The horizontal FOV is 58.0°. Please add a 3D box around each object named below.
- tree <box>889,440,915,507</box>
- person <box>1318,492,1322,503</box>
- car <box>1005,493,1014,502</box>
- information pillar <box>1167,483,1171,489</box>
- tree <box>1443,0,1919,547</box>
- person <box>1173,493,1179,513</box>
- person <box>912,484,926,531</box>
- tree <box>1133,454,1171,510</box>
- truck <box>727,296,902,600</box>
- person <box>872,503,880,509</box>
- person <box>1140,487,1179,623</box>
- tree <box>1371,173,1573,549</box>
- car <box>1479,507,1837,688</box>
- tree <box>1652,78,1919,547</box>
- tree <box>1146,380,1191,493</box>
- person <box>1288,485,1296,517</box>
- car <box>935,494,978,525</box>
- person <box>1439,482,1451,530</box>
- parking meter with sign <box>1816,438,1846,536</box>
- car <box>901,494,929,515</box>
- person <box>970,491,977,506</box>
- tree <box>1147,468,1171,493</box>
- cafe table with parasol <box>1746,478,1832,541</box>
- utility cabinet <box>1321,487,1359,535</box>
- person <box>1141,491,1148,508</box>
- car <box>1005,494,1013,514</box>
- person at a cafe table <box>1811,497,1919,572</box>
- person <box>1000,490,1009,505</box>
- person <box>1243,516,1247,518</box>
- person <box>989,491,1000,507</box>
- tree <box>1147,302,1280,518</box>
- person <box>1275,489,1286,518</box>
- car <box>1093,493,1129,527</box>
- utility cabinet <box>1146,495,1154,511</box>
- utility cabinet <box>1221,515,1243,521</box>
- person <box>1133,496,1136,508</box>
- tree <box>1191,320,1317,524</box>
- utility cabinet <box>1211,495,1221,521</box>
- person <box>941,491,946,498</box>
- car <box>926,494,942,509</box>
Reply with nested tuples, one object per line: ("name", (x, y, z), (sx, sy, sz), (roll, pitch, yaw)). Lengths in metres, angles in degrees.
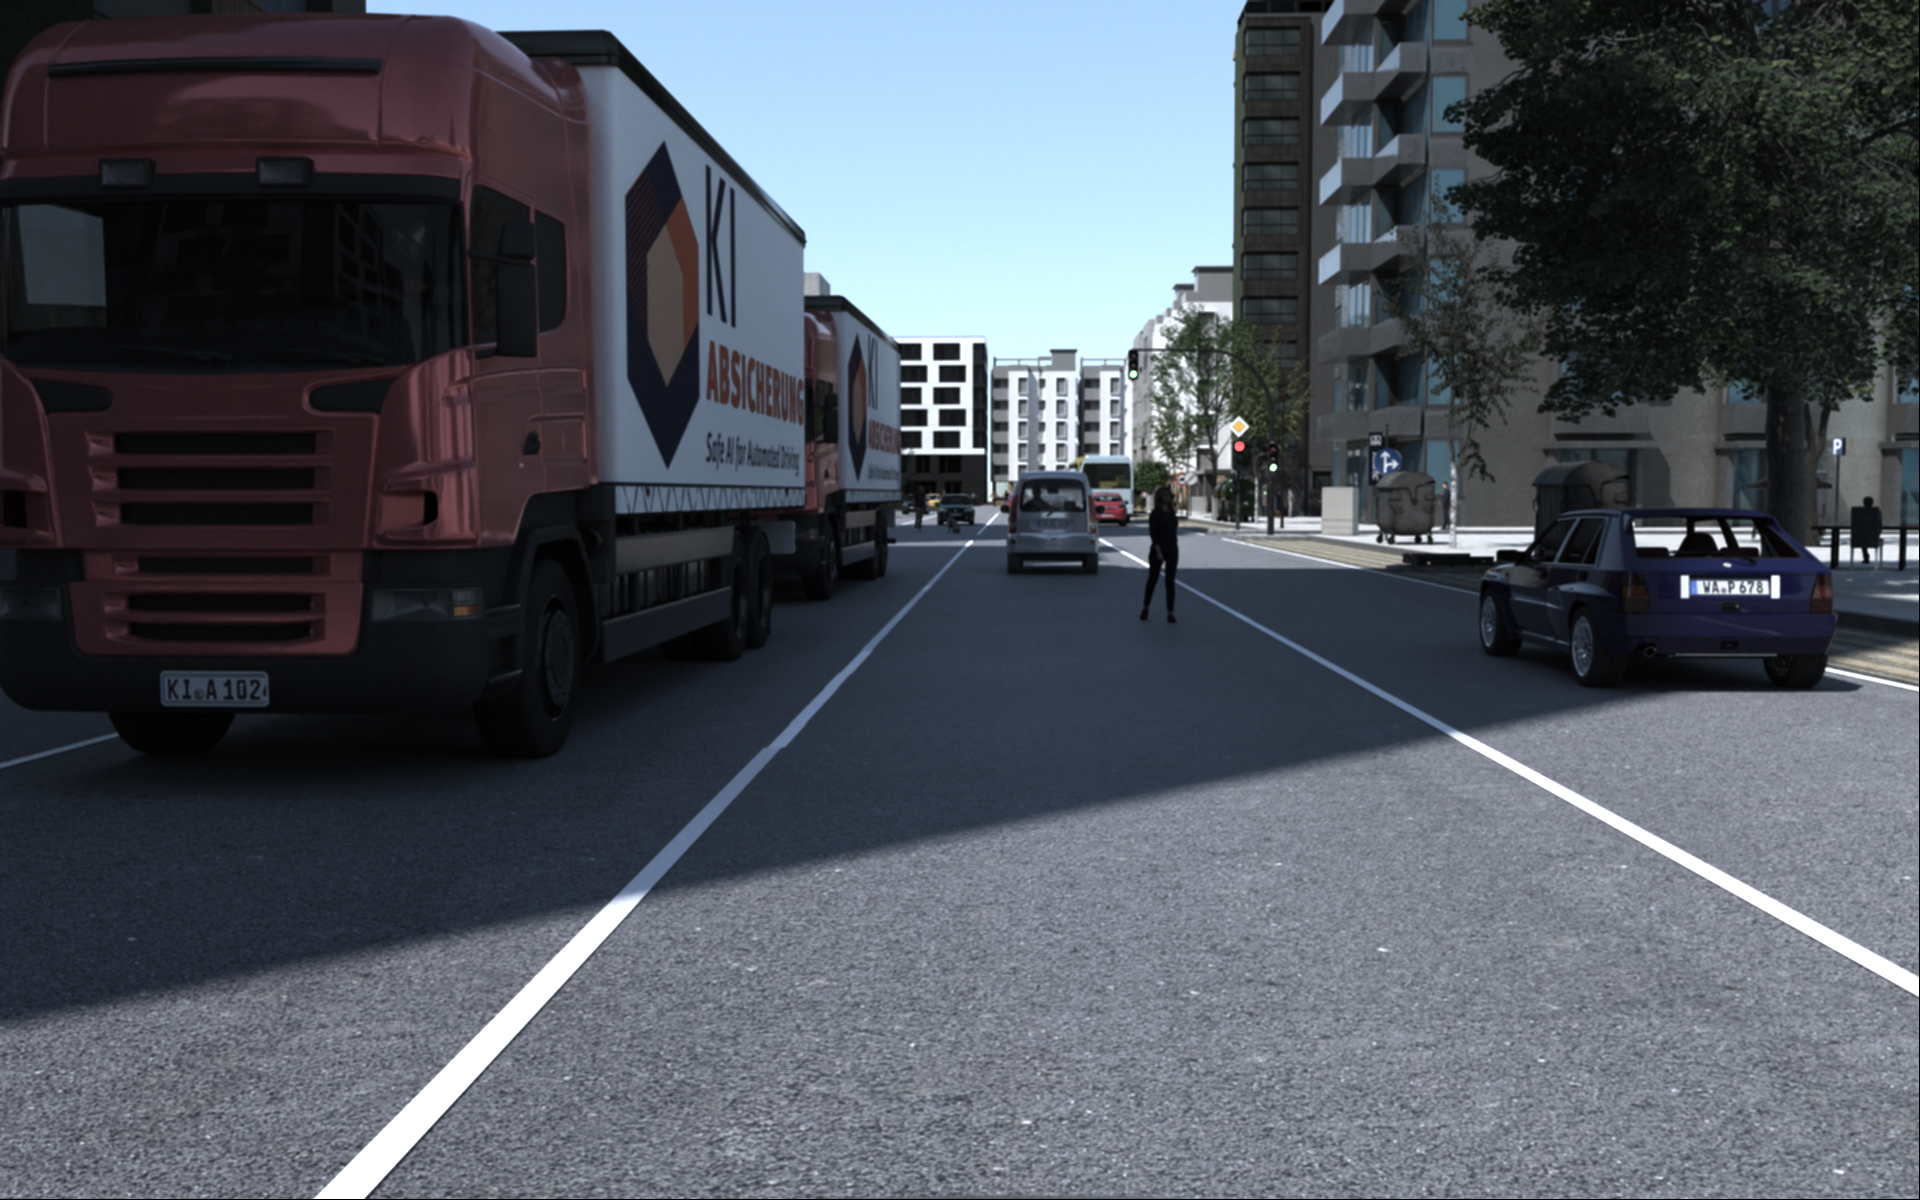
("tree", (-6.907, -13.706, 174.458), (4.737, 8.622, 4.395), (0, 3, 0))
("person", (13.699, -3.350, 63.997), (0.799, 1.438, 0.628), (-2, 4, -26))
("car", (5.423, -9.804, 169.880), (1.945, 1.707, 3.694), (0, 4, 0))
("information pillar", (13.792, -6.677, 113.657), (0.304, 2.012, 0.304), (1, 4, 23))
("tree", (10.810, -7.083, 22.465), (9.857, 13.997, 8.962), (0, 3, 0))
("person", (14.781, -6.662, 118.878), (0.340, 1.345, 0.435), (3, 4, 36))
("person", (-1.573, -3.596, 67.423), (0.598, 1.807, 0.434), (-2, 4, -26))
("tree", (15.791, -9.744, 143.030), (4.285, 4.588, 4.351), (0, 3, 0))
("truck", (-2.676, -2.320, 26.844), (2.839, 4.237, 11.283), (0, 4, 4))
("person", (-2.113, -1.977, 43.036), (0.471, 1.553, 0.569), (0, 4, -1))
("person", (2.241, -0.518, 19.509), (0.613, 1.512, 0.480), (3, 5, 44))
("tree", (11.824, -5.509, 40.430), (4.360, 8.622, 3.978), (0, 3, 0))
("car", (5.511, -0.097, 14.170), (1.945, 1.354, 3.894), (0, 4, 1))
("tree", (20.842, -7.110, 42.007), (9.928, 11.665, 9.643), (0, 3, 0))
("tree", (13.684, -9.796, 110.523), (4.737, 8.622, 4.395), (0, 3, 0))
("person", (18.339, -5.468, 95.597), (0.789, 1.805, 0.875), (0, 4, 7))
("car", (-0.180, -4.387, 81.508), (2.009, 1.686, 4.222), (0, 4, 1))
("person", (17.301, -3.346, 61.668), (0.530, 1.710, 0.541), (2, 4, 30))
("parking meter with sign", (26.399, -3.508, 53.620), (1.738, 3.016, 0.543), (0, 4, -7))
("car", (-3.127, -6.881, 122.298), (2.009, 1.686, 4.222), (0, 4, 3))
("person", (1.493, -11.665, 200.012), (1.217, 1.735, 0.721), (2, 4, 34))
("tree", (14.517, -8.143, 127.736), (1.663, 3.219, 1.824), (0, 3, 0))
("cafe table with parasol", (22.915, -2.636, 47.962), (2.610, 1.966, 2.610), (-1, 4, -17))
("utility cabinet", (11.768, -2.747, 53.596), (0.318, 1.500, 1.173), (-3, 5, -41))
("person", (17.154, -9.444, 161.392), (0.756, 1.711, 0.436), (2, 4, 30))
("car", (4.406, -7.276, 128.004), (2.155, 1.783, 4.494), (0, 3, 0))
("person at a cafe table", (15.357, -1.128, 29.303), (1.698, 1.238, 1.726), (2, 4, 31))
("person", (4.886, -10.682, 183.161), (1.348, 1.822, 0.705), (-2, 4, -31))
("person", (13.776, -4.531, 84.034), (0.435, 1.345, 0.340), (1, 4, 14))
("person", (3.923, -11.580, 197.919), (1.348, 1.812, 0.705), (-1, 4, -20))
("tree", (13.798, -10.317, 94.439), (9.928, 11.665, 9.643), (0, 3, 0))
("person", (17.126, -5.142, 92.480), (0.546, 1.535, 0.453), (1, 4, 10))
("car", (6.545, -4.210, 77.870), (2.155, 1.783, 4.494), (0, 4, 3))
("utility cabinet", (14.237, -7.260, 129.865), (0.306, 1.237, 1.020), (-1, 4, -13))
("utility cabinet", (12.972, -4.526, 82.677), (0.318, 1.500, 1.173), (-3, 5, -40))
("person", (16.089, -9.384, 159.553), (0.705, 1.814, 1.350), (0, 4, 5))
("tree", (12.967, -7.569, 74.121), (4.737, 8.622, 4.395), (0, 3, 0))
("utility cabinet", (12.274, -4.389, 82.915), (0.306, 1.237, 1.020), (0, 4, -2))
("person", (-1.454, -9.360, 162.080), (0.990, 1.755, 0.434), (1, 4, 17))
("car", (-2.309, -8.375, 147.161), (2.015, 1.641, 3.980), (0, 4, 3))
